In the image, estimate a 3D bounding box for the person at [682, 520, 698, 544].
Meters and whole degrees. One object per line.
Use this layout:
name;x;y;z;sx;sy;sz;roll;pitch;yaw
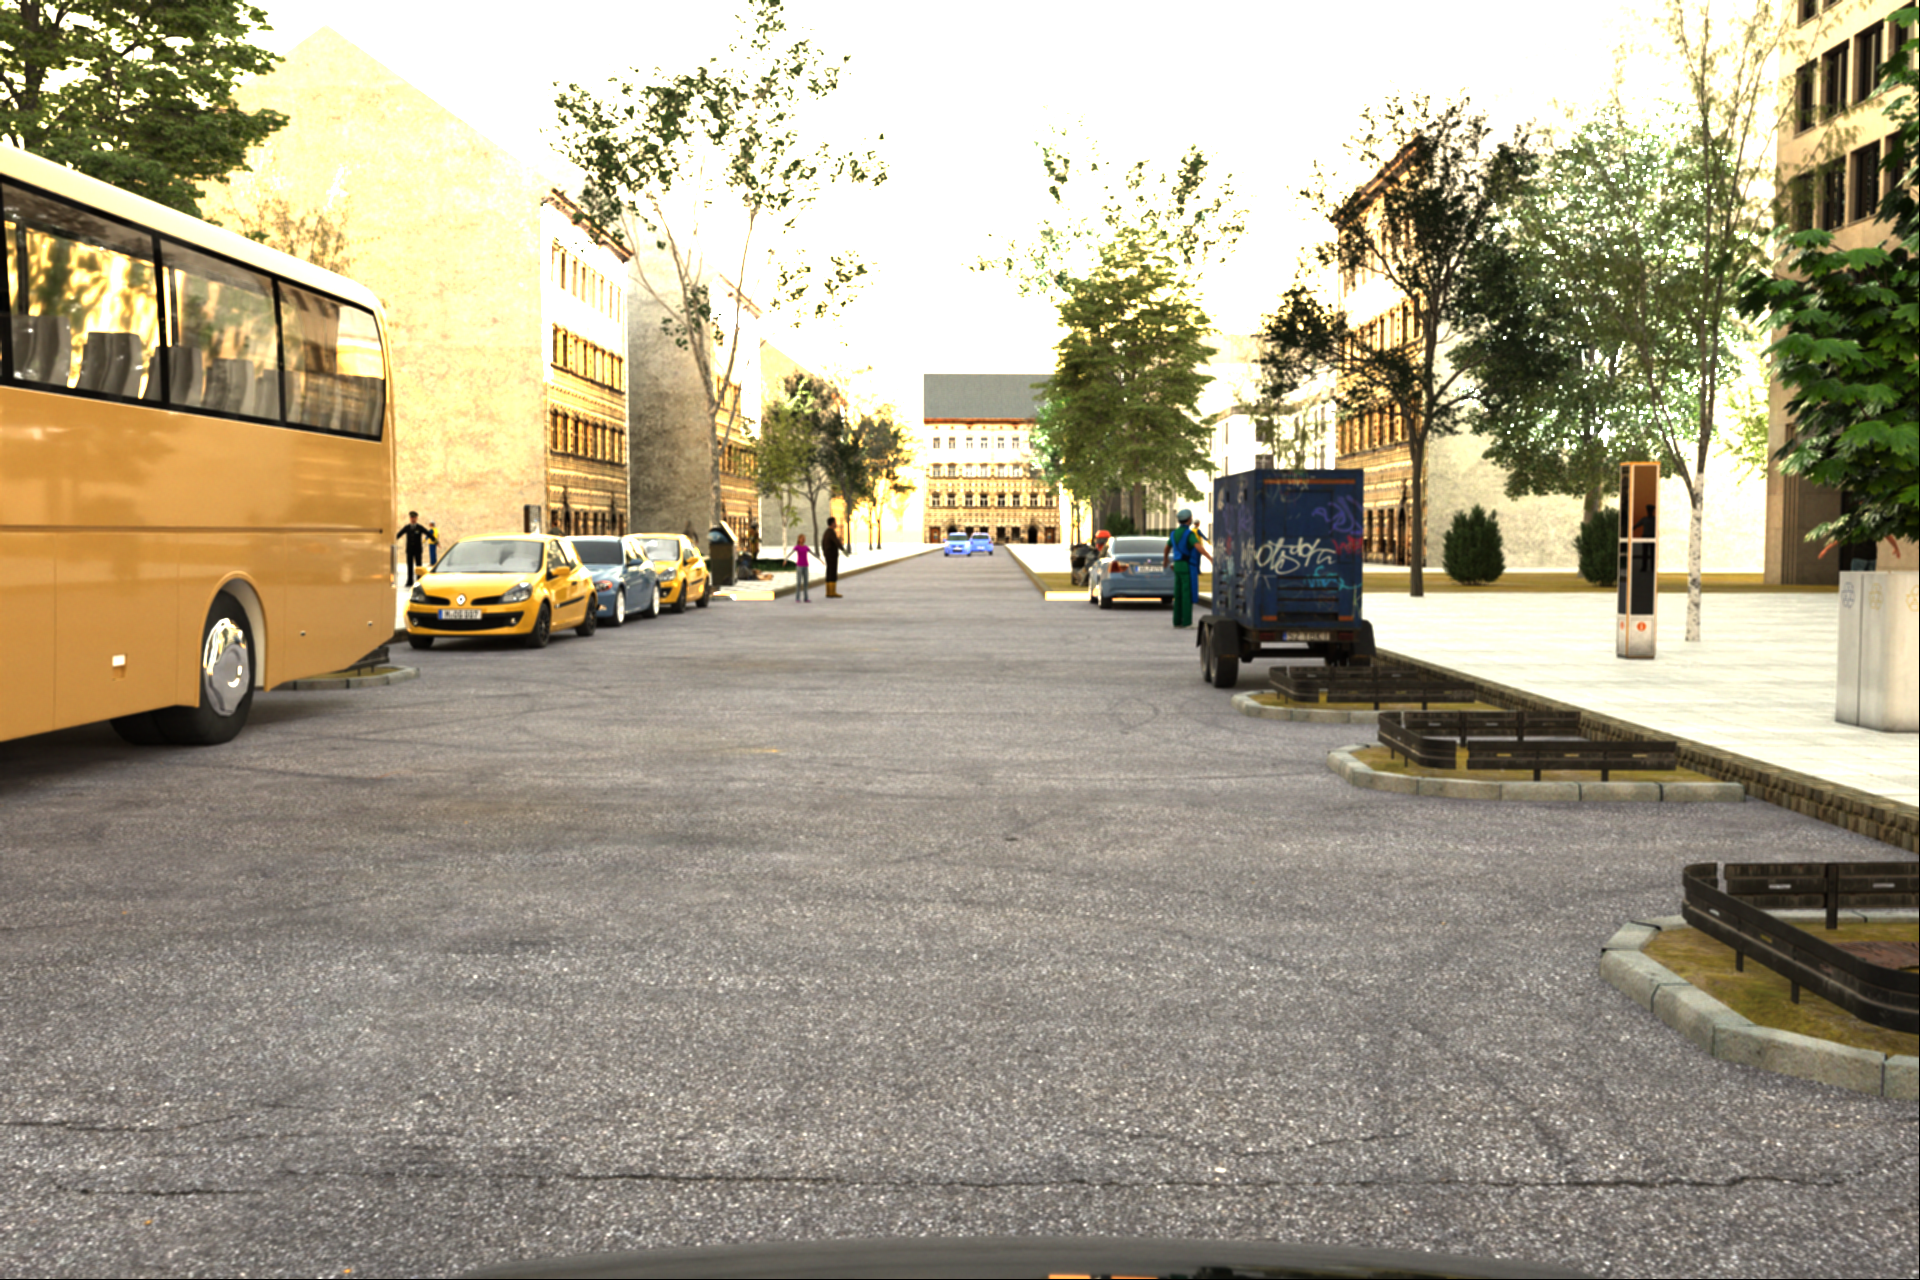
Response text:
person;-10.179;-3.590;64.818;0.705;1.813;1.348;2;4;29

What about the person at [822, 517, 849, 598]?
person;-2.869;-1.868;39.138;0.704;1.812;1.346;-2;4;-27

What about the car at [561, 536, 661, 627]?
car;-6.061;-0.995;28.266;2.014;1.417;4.499;0;4;1

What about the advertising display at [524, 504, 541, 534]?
advertising display;-9.378;-2.008;38.050;0.123;1.923;0.974;0;4;1

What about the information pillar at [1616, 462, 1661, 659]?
information pillar;6.975;-0.815;17.822;0.304;2.012;0.304;0;4;1

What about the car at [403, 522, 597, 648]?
car;-6.026;-0.777;22.935;2.015;1.641;3.980;0;4;1

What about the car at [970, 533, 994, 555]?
car;1.401;-6.707;119.256;1.945;1.707;3.694;0;4;0

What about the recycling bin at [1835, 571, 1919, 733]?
recycling bin;6.337;0.065;11.490;0.722;1.027;0.722;0;4;1

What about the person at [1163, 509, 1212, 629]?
person;3.441;-1.084;26.310;0.704;1.817;1.347;-2;4;-28

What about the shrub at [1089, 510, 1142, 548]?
shrub;4.961;-3.108;54.863;1.661;2.075;1.752;0;3;0

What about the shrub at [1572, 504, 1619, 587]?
shrub;15.804;-2.309;42.175;1.690;2.028;1.600;0;3;0

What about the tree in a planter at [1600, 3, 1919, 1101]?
tree in a planter;3.062;-0.483;5.119;1.991;3.239;1.994;0;4;1

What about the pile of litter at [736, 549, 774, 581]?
pile of litter;-5.771;-2.103;48.342;1.176;0.858;1.719;0;4;3

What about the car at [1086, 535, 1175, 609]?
car;3.537;-1.369;34.382;2.014;1.417;4.499;0;4;0

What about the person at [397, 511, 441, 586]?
person;-13.385;-2.233;42.451;1.347;1.837;0.705;0;4;-5

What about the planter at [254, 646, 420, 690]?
planter;-6.408;0.262;16.857;1.991;0.319;1.994;0;4;1

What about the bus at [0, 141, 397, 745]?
bus;-6.235;-1.065;8.963;2.896;3.916;12.252;0;4;1

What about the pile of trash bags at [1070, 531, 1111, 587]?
pile of trash bags;3.732;-2.086;43.859;1.912;1.369;3.447;0;4;-1

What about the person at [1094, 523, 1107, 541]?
person;6.218;-4.059;73.173;1.217;1.733;0.721;0;4;6

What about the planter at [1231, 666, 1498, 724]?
planter;3.251;0.432;14.072;1.991;0.319;1.994;0;4;0

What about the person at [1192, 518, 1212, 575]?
person;7.492;-2.923;54.261;0.721;1.772;1.216;-2;4;-26

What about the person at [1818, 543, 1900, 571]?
person;13.843;-1.244;26.558;1.348;1.803;0.705;0;4;-8

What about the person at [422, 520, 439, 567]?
person;-20.805;-3.808;68.233;0.705;1.833;1.349;0;4;6

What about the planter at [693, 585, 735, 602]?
planter;-5.972;-1.016;37.745;1.991;0.319;1.994;0;4;2

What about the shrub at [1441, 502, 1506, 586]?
shrub;12.807;-2.390;43.122;1.661;2.075;1.752;0;3;0

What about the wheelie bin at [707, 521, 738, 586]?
wheelie bin;-5.888;-2.143;42.939;0.693;1.594;0.980;0;4;3

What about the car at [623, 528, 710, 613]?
car;-5.810;-1.364;32.517;2.015;1.641;3.980;0;4;1

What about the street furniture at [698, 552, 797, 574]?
street furniture;-9.924;-2.532;57.018;10.072;0.657;5.734;-3;5;-42

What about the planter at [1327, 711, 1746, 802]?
planter;3.246;0.664;10.289;1.991;0.319;1.994;0;4;2

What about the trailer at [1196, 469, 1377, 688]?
trailer;3.079;-0.619;17.167;1.471;1.999;3.904;0;4;0

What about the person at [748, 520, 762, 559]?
person;-8.541;-4.065;72.225;0.705;1.858;1.354;1;4;8

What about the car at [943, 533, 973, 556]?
car;-0.134;-6.258;111.908;1.945;1.707;3.694;0;4;1

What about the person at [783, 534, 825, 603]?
person;-3.273;-1.501;36.271;0.991;1.433;0.599;-2;4;-34

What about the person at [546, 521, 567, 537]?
person;-16.380;-3.900;70.038;1.348;1.796;0.705;-3;4;-38
